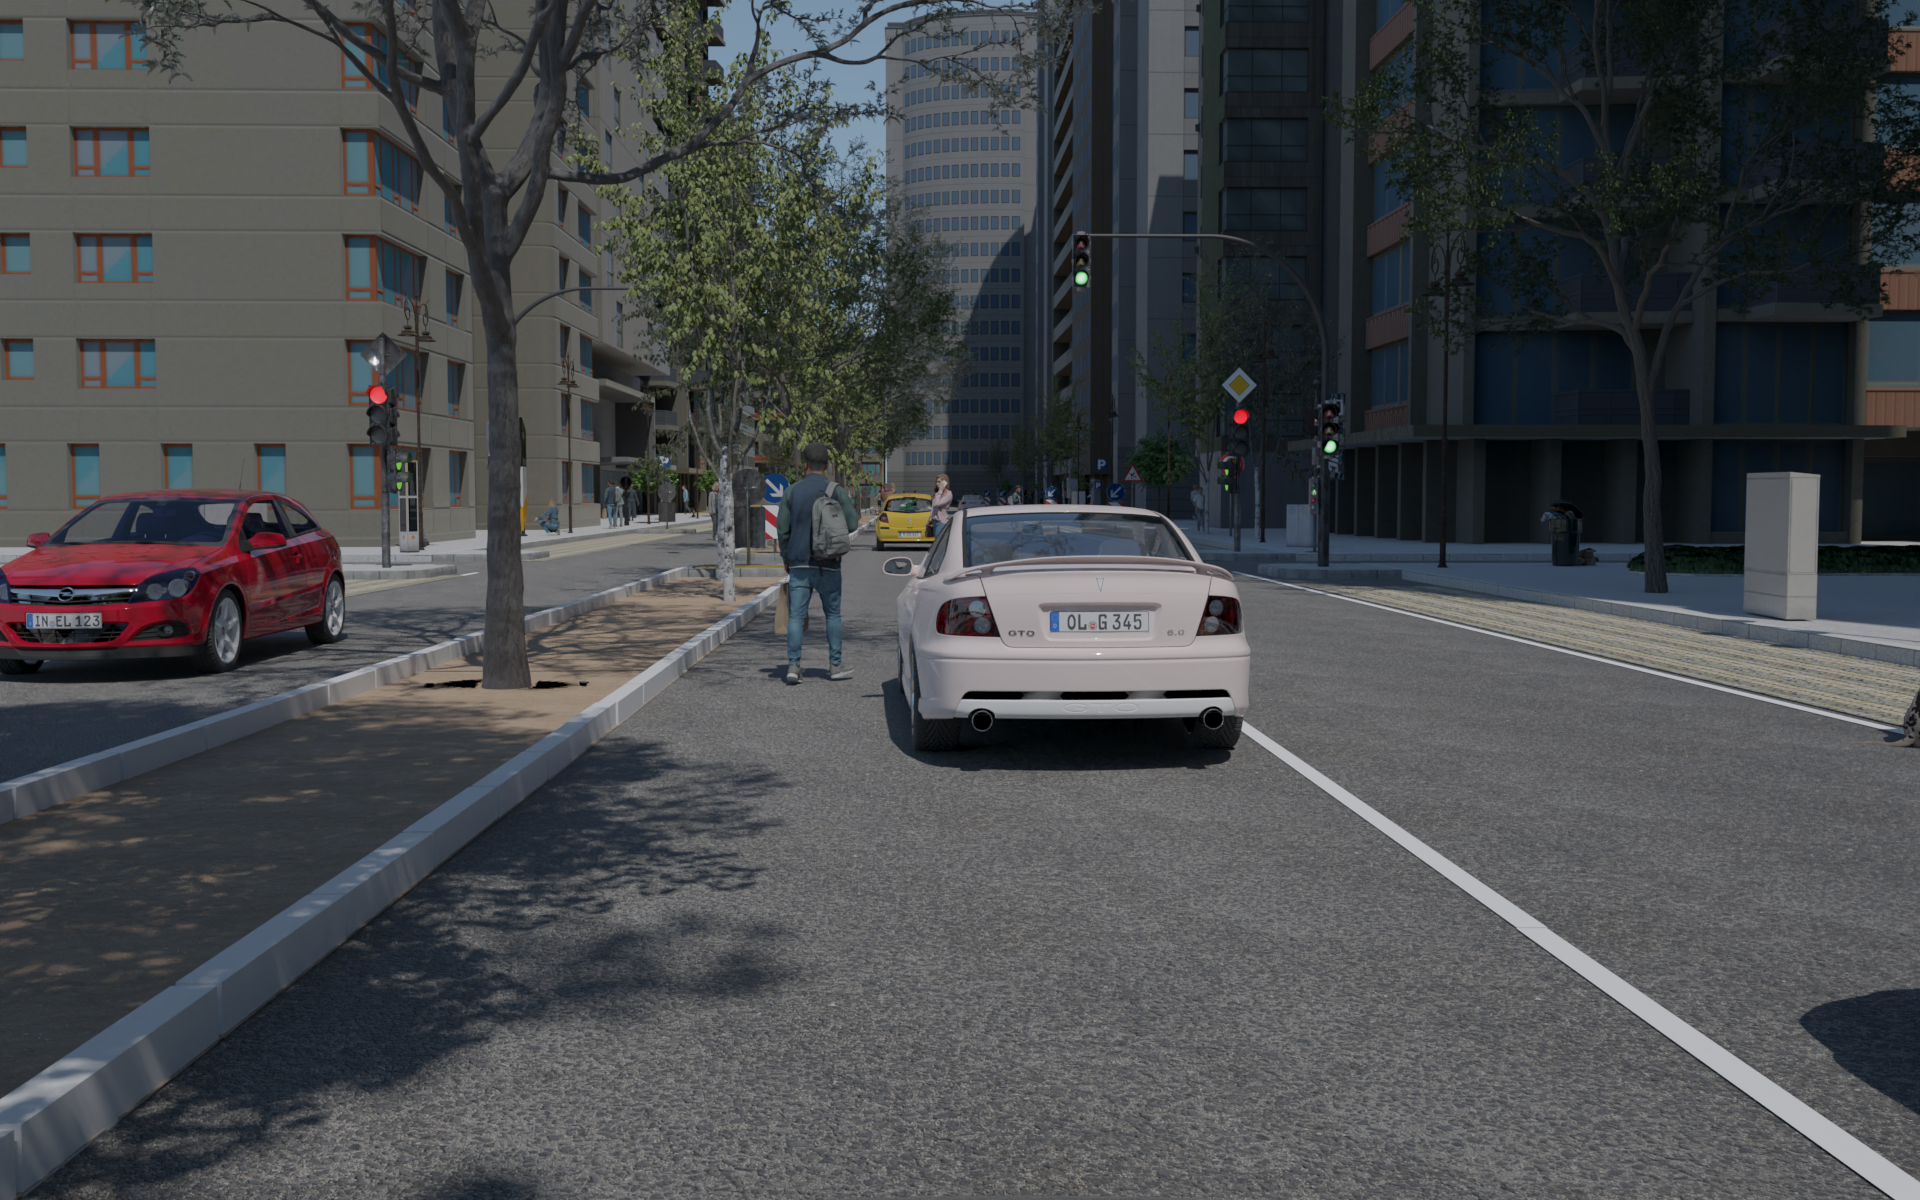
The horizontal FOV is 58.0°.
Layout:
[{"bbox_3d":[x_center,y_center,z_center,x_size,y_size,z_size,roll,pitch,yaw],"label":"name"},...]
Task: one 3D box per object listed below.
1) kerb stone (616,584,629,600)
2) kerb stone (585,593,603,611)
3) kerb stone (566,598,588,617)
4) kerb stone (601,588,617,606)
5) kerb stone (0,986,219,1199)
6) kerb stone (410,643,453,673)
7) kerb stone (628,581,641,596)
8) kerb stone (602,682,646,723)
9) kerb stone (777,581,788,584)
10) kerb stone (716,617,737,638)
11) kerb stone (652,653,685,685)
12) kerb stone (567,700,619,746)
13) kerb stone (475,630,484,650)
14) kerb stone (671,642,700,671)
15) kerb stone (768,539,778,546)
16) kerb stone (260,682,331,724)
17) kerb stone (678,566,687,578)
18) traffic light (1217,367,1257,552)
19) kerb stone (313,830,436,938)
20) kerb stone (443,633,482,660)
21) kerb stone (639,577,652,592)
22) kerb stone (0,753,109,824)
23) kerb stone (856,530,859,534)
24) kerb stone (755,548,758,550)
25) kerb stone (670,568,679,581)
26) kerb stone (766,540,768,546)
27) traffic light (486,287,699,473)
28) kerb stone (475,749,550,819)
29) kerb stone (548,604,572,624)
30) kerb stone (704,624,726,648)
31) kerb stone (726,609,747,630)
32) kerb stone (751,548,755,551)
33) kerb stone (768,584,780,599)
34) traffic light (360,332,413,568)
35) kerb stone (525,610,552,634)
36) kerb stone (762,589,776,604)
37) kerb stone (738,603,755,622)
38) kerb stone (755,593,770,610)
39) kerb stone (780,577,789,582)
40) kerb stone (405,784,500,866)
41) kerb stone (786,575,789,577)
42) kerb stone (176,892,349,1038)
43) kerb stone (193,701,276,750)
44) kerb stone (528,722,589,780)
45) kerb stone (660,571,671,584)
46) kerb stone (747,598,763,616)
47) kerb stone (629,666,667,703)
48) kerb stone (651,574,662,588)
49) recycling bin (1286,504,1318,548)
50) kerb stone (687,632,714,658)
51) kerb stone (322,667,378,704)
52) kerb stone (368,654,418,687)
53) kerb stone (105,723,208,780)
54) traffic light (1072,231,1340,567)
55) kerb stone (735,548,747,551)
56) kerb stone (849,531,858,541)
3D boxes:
[{"bbox_3d":[-4.652,-0.077,23.450,0.120,0.150,1.000,0,4,-2],"label":"kerb stone"},{"bbox_3d":[-4.586,0.049,21.393,0.120,0.150,1.000,0,4,-2],"label":"kerb stone"},{"bbox_3d":[-4.563,0.112,20.365,0.120,0.150,1.000,0,4,-2],"label":"kerb stone"},{"bbox_3d":[-4.614,-0.014,22.420,0.120,0.150,1.000,0,4,-2],"label":"kerb stone"},{"bbox_3d":[-1.983,1.112,4.023,0.120,0.150,1.000,0,4,-2],"label":"kerb stone"},{"bbox_3d":[-4.380,0.490,14.228,0.120,0.150,1.000,0,4,-2],"label":"kerb stone"},{"bbox_3d":[-4.676,-0.138,24.474,0.120,0.150,1.000,0,4,-2],"label":"kerb stone"},{"bbox_3d":[-2.185,0.673,11.195,0.120,0.150,1.000,0,4,-2],"label":"kerb stone"},{"bbox_3d":[-2.573,-0.135,24.523,0.120,0.150,1.000,0,4,-2],"label":"kerb stone"},{"bbox_3d":[-2.369,0.302,17.348,0.120,0.150,1.000,0,4,-2],"label":"kerb stone"},{"bbox_3d":[-2.250,0.547,13.253,0.120,0.150,1.000,0,4,-2],"label":"kerb stone"},{"bbox_3d":[-2.166,0.735,10.173,0.120,0.150,1.000,0,4,-2],"label":"kerb stone"},{"bbox_3d":[-4.439,0.362,16.271,0.120,0.150,1.000,0,4,-2],"label":"kerb stone"},{"bbox_3d":[-2.288,0.484,14.279,0.120,0.150,1.000,0,4,-2],"label":"kerb stone"},{"bbox_3d":[-5.398,-1.677,49.607,0.120,0.150,1.000,0,4,-2],"label":"kerb stone"},{"bbox_3d":[-4.298,0.675,11.155,0.120,0.150,1.000,0,4,-2],"label":"kerb stone"},{"bbox_3d":[-4.829,-0.452,29.586,0.120,0.150,1.000,0,4,-2],"label":"kerb stone"},{"bbox_3d":[6.160,-3.032,38.487,0.839,4.253,0.868,0,4,-2],"label":"traffic light"},{"bbox_3d":[-2.046,0.988,6.075,0.120,0.150,1.000,0,4,-2],"label":"kerb stone"},{"bbox_3d":[-4.414,0.425,15.249,0.120,0.150,1.000,0,4,-2],"label":"kerb stone"},{"bbox_3d":[-4.701,-0.202,25.496,0.120,0.150,1.000,0,4,-2],"label":"kerb stone"},{"bbox_3d":[-4.205,0.864,8.077,0.120,0.150,1.000,0,4,-2],"label":"kerb stone"},{"bbox_3d":[-3.539,-2.172,57.821,0.120,0.150,1.000,0,4,-2],"label":"kerb stone"},{"bbox_3d":[-5.229,-1.297,43.436,0.120,0.150,1.000,0,4,-2],"label":"kerb stone"},{"bbox_3d":[-4.797,-0.389,28.560,0.120,0.150,1.000,0,4,-2],"label":"kerb stone"},{"bbox_3d":[-5.317,-1.483,46.524,0.120,0.150,1.000,0,4,-2],"label":"kerb stone"},{"bbox_3d":[-8.105,-3.879,38.095,4.771,5.953,1.251,0,4,-2],"label":"traffic light"},{"bbox_3d":[-2.102,0.861,8.122,0.120,0.150,1.000,0,4,-2],"label":"kerb stone"},{"bbox_3d":[-4.523,0.174,19.343,0.120,0.150,1.000,0,4,-2],"label":"kerb stone"},{"bbox_3d":[-2.343,0.363,16.327,0.120,0.150,1.000,0,4,-2],"label":"kerb stone"},{"bbox_3d":[-2.394,0.234,18.379,0.120,0.150,1.000,0,4,-2],"label":"kerb stone"},{"bbox_3d":[-5.193,-1.235,42.414,0.120,0.150,1.000,0,4,-2],"label":"kerb stone"},{"bbox_3d":[-2.546,-0.080,23.501,0.120,0.150,1.000,0,4,-2],"label":"kerb stone"},{"bbox_3d":[-9.963,-2.514,30.018,0.839,4.253,0.868,0,4,-2],"label":"traffic light"},{"bbox_3d":[-4.506,0.237,18.316,0.120,0.150,1.000,0,4,-2],"label":"kerb stone"},{"bbox_3d":[-2.520,-0.014,22.480,0.120,0.150,1.000,0,4,-2],"label":"kerb stone"},{"bbox_3d":[-2.432,0.171,19.407,0.120,0.150,1.000,0,4,-2],"label":"kerb stone"},{"bbox_3d":[-2.483,0.049,21.459,0.120,0.150,1.000,0,4,-2],"label":"kerb stone"},{"bbox_3d":[-2.606,-0.205,25.545,0.120,0.150,1.000,0,4,-2],"label":"kerb stone"},{"bbox_3d":[-2.078,0.925,7.101,0.120,0.150,1.000,0,4,-2],"label":"kerb stone"},{"bbox_3d":[-2.639,-0.266,26.566,0.120,0.150,1.000,0,4,-2],"label":"kerb stone"},{"bbox_3d":[-2.014,1.049,5.052,0.120,0.150,1.000,0,4,-2],"label":"kerb stone"},{"bbox_3d":[-4.259,0.738,10.126,0.120,0.150,1.000,0,4,-2],"label":"kerb stone"},{"bbox_3d":[-2.128,0.798,9.144,0.120,0.150,1.000,0,4,-2],"label":"kerb stone"},{"bbox_3d":[-4.766,-0.327,27.538,0.120,0.150,1.000,0,4,-2],"label":"kerb stone"},{"bbox_3d":[-2.459,0.112,20.437,0.120,0.150,1.000,0,4,-2],"label":"kerb stone"},{"bbox_3d":[-2.217,0.609,12.232,0.120,0.150,1.000,0,4,-2],"label":"kerb stone"},{"bbox_3d":[-4.732,-0.264,26.517,0.120,0.150,1.000,0,4,-2],"label":"kerb stone"},{"bbox_3d":[8.402,-1.801,41.996,0.722,1.027,0.722,3,5,42],"label":"recycling bin"},{"bbox_3d":[-2.318,0.421,15.305,0.120,0.150,1.000,0,4,-2],"label":"kerb stone"},{"bbox_3d":[-4.326,0.617,12.176,0.120,0.150,1.000,0,4,-2],"label":"kerb stone"},{"bbox_3d":[-4.355,0.550,13.200,0.120,0.150,1.000,0,4,-2],"label":"kerb stone"},{"bbox_3d":[-4.229,0.801,9.099,0.120,0.150,1.000,0,4,-2],"label":"kerb stone"},{"bbox_3d":[4.303,-3.403,30.304,4.771,5.953,1.251,0,4,-2],"label":"traffic light"},{"bbox_3d":[-5.140,-1.111,40.354,0.120,0.150,1.000,0,4,-2],"label":"kerb stone"},{"bbox_3d":[-3.513,-2.115,56.796,0.120,0.150,1.000,0,4,-2],"label":"kerb stone"}]
